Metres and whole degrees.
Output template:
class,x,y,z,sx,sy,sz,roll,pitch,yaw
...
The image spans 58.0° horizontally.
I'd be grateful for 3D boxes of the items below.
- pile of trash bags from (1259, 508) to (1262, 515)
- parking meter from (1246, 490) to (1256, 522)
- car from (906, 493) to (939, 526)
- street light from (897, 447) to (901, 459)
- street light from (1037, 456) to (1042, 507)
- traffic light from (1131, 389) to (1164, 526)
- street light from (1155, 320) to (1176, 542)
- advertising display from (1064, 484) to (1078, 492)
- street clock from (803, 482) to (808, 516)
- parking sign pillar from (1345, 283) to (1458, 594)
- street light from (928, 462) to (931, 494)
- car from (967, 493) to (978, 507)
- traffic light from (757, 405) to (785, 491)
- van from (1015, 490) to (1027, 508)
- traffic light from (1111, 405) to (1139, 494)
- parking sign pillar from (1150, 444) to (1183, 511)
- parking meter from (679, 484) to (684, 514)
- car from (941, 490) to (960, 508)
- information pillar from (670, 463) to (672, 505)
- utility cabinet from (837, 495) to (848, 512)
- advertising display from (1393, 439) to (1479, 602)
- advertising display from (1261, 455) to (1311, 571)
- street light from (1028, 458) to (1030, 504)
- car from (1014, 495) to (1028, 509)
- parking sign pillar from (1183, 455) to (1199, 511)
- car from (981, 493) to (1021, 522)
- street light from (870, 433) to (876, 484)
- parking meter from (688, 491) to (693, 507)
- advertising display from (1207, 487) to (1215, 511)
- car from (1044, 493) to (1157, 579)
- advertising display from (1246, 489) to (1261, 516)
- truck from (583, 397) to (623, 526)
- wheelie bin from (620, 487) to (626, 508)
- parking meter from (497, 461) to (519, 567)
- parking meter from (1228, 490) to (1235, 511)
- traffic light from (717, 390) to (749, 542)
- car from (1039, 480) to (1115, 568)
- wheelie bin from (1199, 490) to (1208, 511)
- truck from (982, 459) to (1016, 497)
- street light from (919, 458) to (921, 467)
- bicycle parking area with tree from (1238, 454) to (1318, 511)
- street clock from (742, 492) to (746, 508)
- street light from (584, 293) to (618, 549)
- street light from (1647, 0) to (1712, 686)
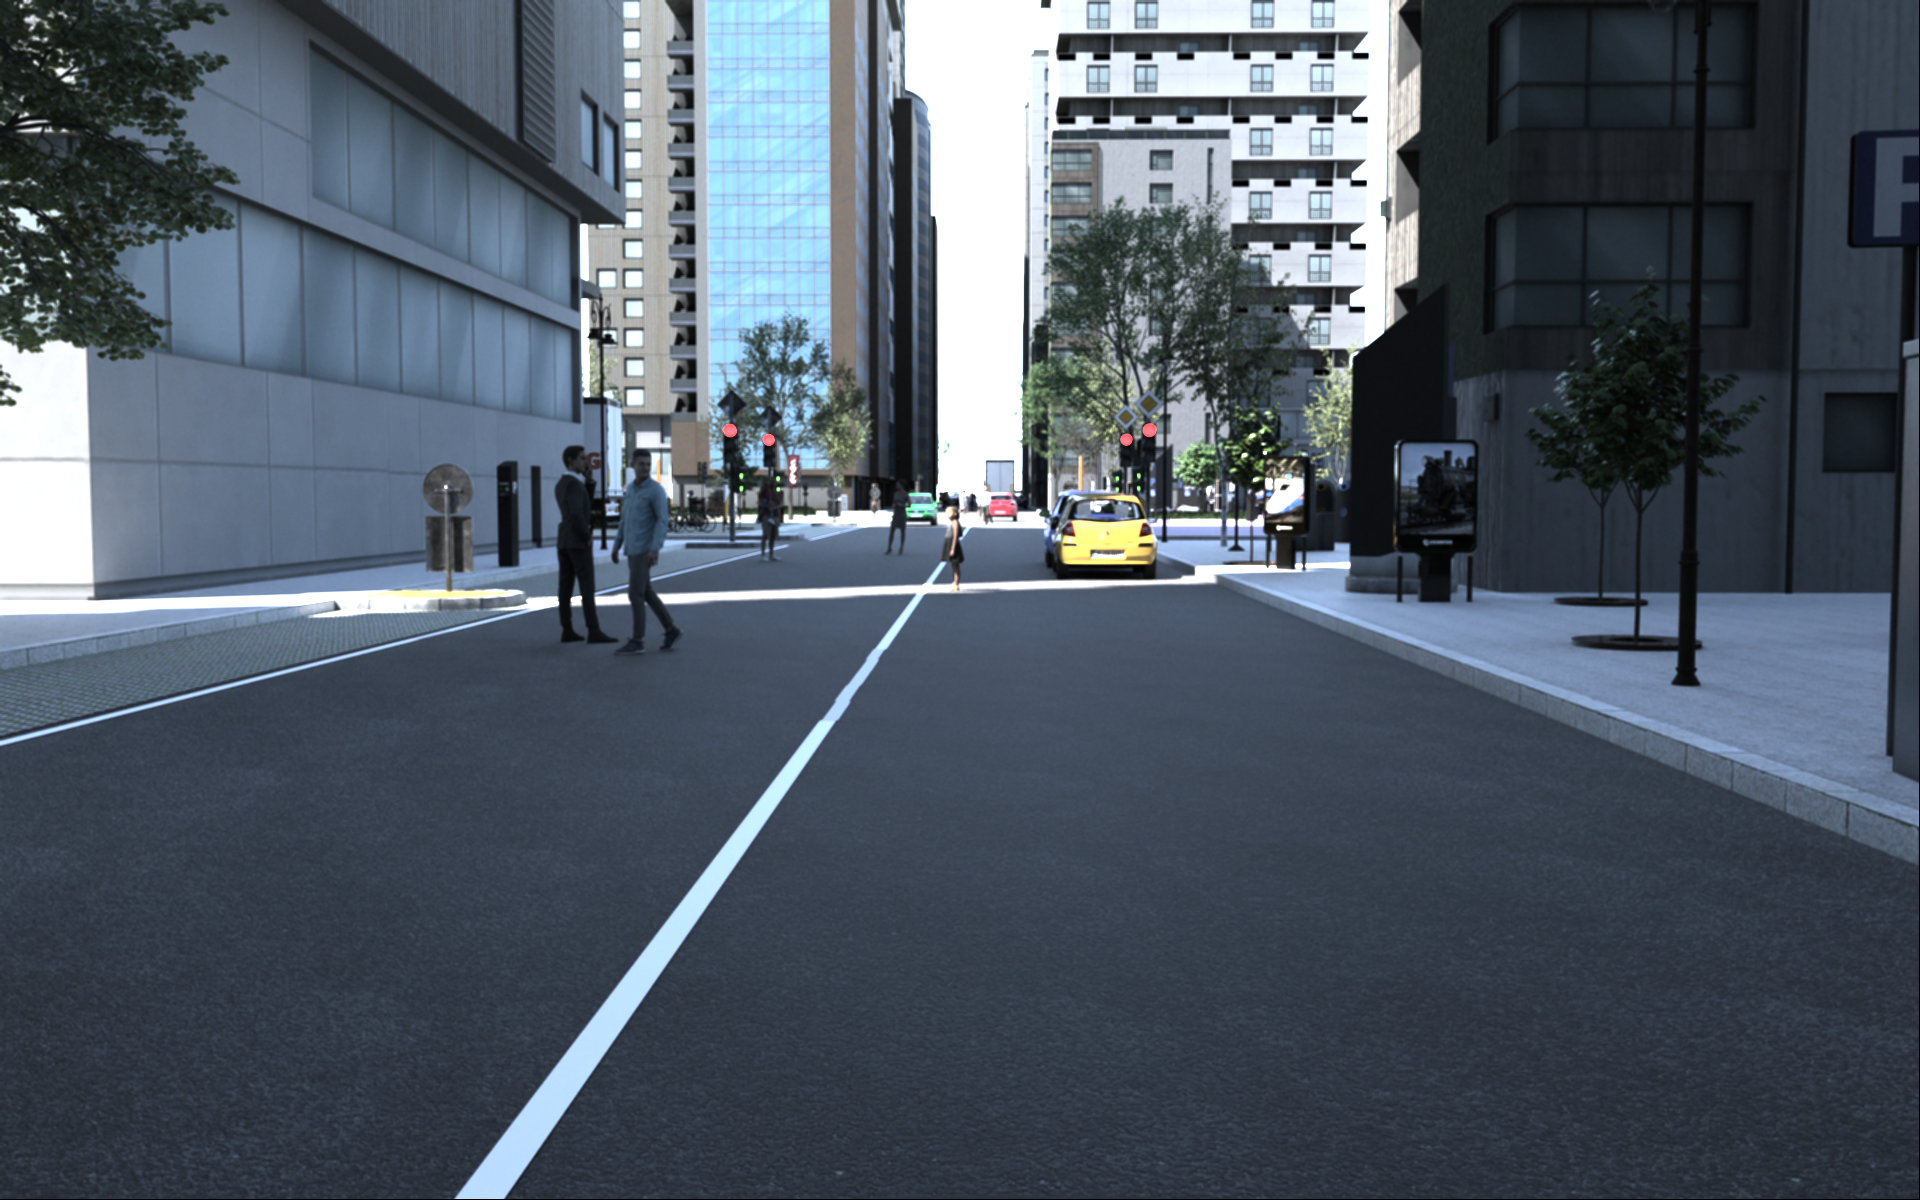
class,x,y,z,sx,sy,sz,roll,pitch,yaw
pile of trash bags,19.106,-5.826,105.004,3.447,1.369,1.912,1,4,13
parking meter,13.627,-4.607,81.028,0.399,1.863,0.255,2,4,32
car,-1.945,-4.318,79.388,1.959,1.807,4.718,0,3,0
street light,-5.866,-11.835,166.285,0.468,5.910,1.993,0,4,1
street light,7.921,-12.178,171.905,0.468,5.910,1.993,0,4,1
traffic light,5.034,-3.519,46.458,0.839,4.253,0.868,0,4,1
street light,5.459,-4.483,46.085,0.468,5.910,1.993,0,4,1
advertising display,7.448,-6.809,116.545,0.974,1.923,0.123,-1,4,-14
street clock,-8.931,-5.844,100.112,0.358,2.002,0.471,0,4,0
parking sign pillar,5.818,-2.096,22.738,1.447,3.967,1.447,3,5,40
street light,-4.384,-16.860,248.445,0.468,5.910,1.993,0,4,1
car,1.025,-10.801,186.191,1.945,1.707,3.694,0,4,1
traffic light,-5.974,-4.019,54.637,0.839,4.253,0.868,0,4,1
van,5.762,-10.203,173.824,2.013,2.044,4.112,0,4,1
traffic light,5.185,-4.007,54.441,0.839,4.253,0.868,0,4,1
parking sign pillar,10.799,-6.386,92.876,1.447,3.967,1.447,-3,4,-39
parking meter,-16.244,-5.837,101.151,0.255,1.863,0.399,0,4,-7
car,-0.813,-10.222,175.799,2.281,1.827,5.304,0,3,0
information pillar,-21.613,-8.451,129.532,0.183,3.616,0.504,-1,4,-19
utility cabinet,-8.712,-7.099,127.234,1.020,1.237,0.306,-3,5,-41
advertising display,5.636,-0.937,20.530,0.974,1.923,0.123,0,4,-4
advertising display,5.519,-1.472,29.284,0.123,1.923,0.974,-2,4,-35
street light,8.865,-15.192,221.182,0.468,5.910,1.993,0,4,1
car,5.618,-9.403,166.312,1.945,1.354,3.894,0,4,0
parking sign pillar,14.343,-7.362,108.840,1.447,3.967,1.447,1,4,22
car,2.144,-5.054,91.681,2.155,1.783,4.494,0,4,2
street light,-6.641,-9.733,131.916,0.468,5.910,1.993,0,4,1
parking meter,-19.275,-7.065,123.919,0.372,1.533,0.369,0,3,0
advertising display,16.894,-6.785,116.151,0.123,1.923,0.974,-2,4,-31
car,2.508,-1.249,30.643,2.015,1.641,3.980,0,4,2
advertising display,15.116,-5.106,88.700,0.974,1.923,0.123,-1,4,-17
truck,-15.741,-3.793,50.931,11.283,4.237,2.839,0,4,-1
wheelie bin,-14.203,-4.088,74.742,0.980,1.594,0.693,3,4,38
parking meter,-7.990,-1.523,30.614,0.255,1.863,0.399,0,4,7
parking meter,15.914,-5.696,101.548,0.372,1.533,0.369,0,3,0
traffic light,-6.126,-3.531,46.653,0.839,4.253,0.868,0,4,1
car,2.566,-1.554,35.004,1.945,1.707,3.694,0,4,2
wheelie bin,17.828,-7.285,127.013,0.980,1.594,0.693,-2,4,-32
truck,3.289,-9.537,144.850,2.839,4.237,11.283,0,4,1
street light,-4.973,-14.789,214.592,0.468,5.910,1.993,0,4,1
bicycle parking area with tree,23.232,-8.449,125.135,8.231,4.147,9.016,1,4,16
street clock,-16.207,-7.670,129.970,0.358,2.002,0.471,-1,4,-11
street light,-8.269,-4.114,40.051,0.468,5.910,1.993,0,4,1
street light,4.881,-2.366,11.468,0.468,5.910,1.993,0,4,1
